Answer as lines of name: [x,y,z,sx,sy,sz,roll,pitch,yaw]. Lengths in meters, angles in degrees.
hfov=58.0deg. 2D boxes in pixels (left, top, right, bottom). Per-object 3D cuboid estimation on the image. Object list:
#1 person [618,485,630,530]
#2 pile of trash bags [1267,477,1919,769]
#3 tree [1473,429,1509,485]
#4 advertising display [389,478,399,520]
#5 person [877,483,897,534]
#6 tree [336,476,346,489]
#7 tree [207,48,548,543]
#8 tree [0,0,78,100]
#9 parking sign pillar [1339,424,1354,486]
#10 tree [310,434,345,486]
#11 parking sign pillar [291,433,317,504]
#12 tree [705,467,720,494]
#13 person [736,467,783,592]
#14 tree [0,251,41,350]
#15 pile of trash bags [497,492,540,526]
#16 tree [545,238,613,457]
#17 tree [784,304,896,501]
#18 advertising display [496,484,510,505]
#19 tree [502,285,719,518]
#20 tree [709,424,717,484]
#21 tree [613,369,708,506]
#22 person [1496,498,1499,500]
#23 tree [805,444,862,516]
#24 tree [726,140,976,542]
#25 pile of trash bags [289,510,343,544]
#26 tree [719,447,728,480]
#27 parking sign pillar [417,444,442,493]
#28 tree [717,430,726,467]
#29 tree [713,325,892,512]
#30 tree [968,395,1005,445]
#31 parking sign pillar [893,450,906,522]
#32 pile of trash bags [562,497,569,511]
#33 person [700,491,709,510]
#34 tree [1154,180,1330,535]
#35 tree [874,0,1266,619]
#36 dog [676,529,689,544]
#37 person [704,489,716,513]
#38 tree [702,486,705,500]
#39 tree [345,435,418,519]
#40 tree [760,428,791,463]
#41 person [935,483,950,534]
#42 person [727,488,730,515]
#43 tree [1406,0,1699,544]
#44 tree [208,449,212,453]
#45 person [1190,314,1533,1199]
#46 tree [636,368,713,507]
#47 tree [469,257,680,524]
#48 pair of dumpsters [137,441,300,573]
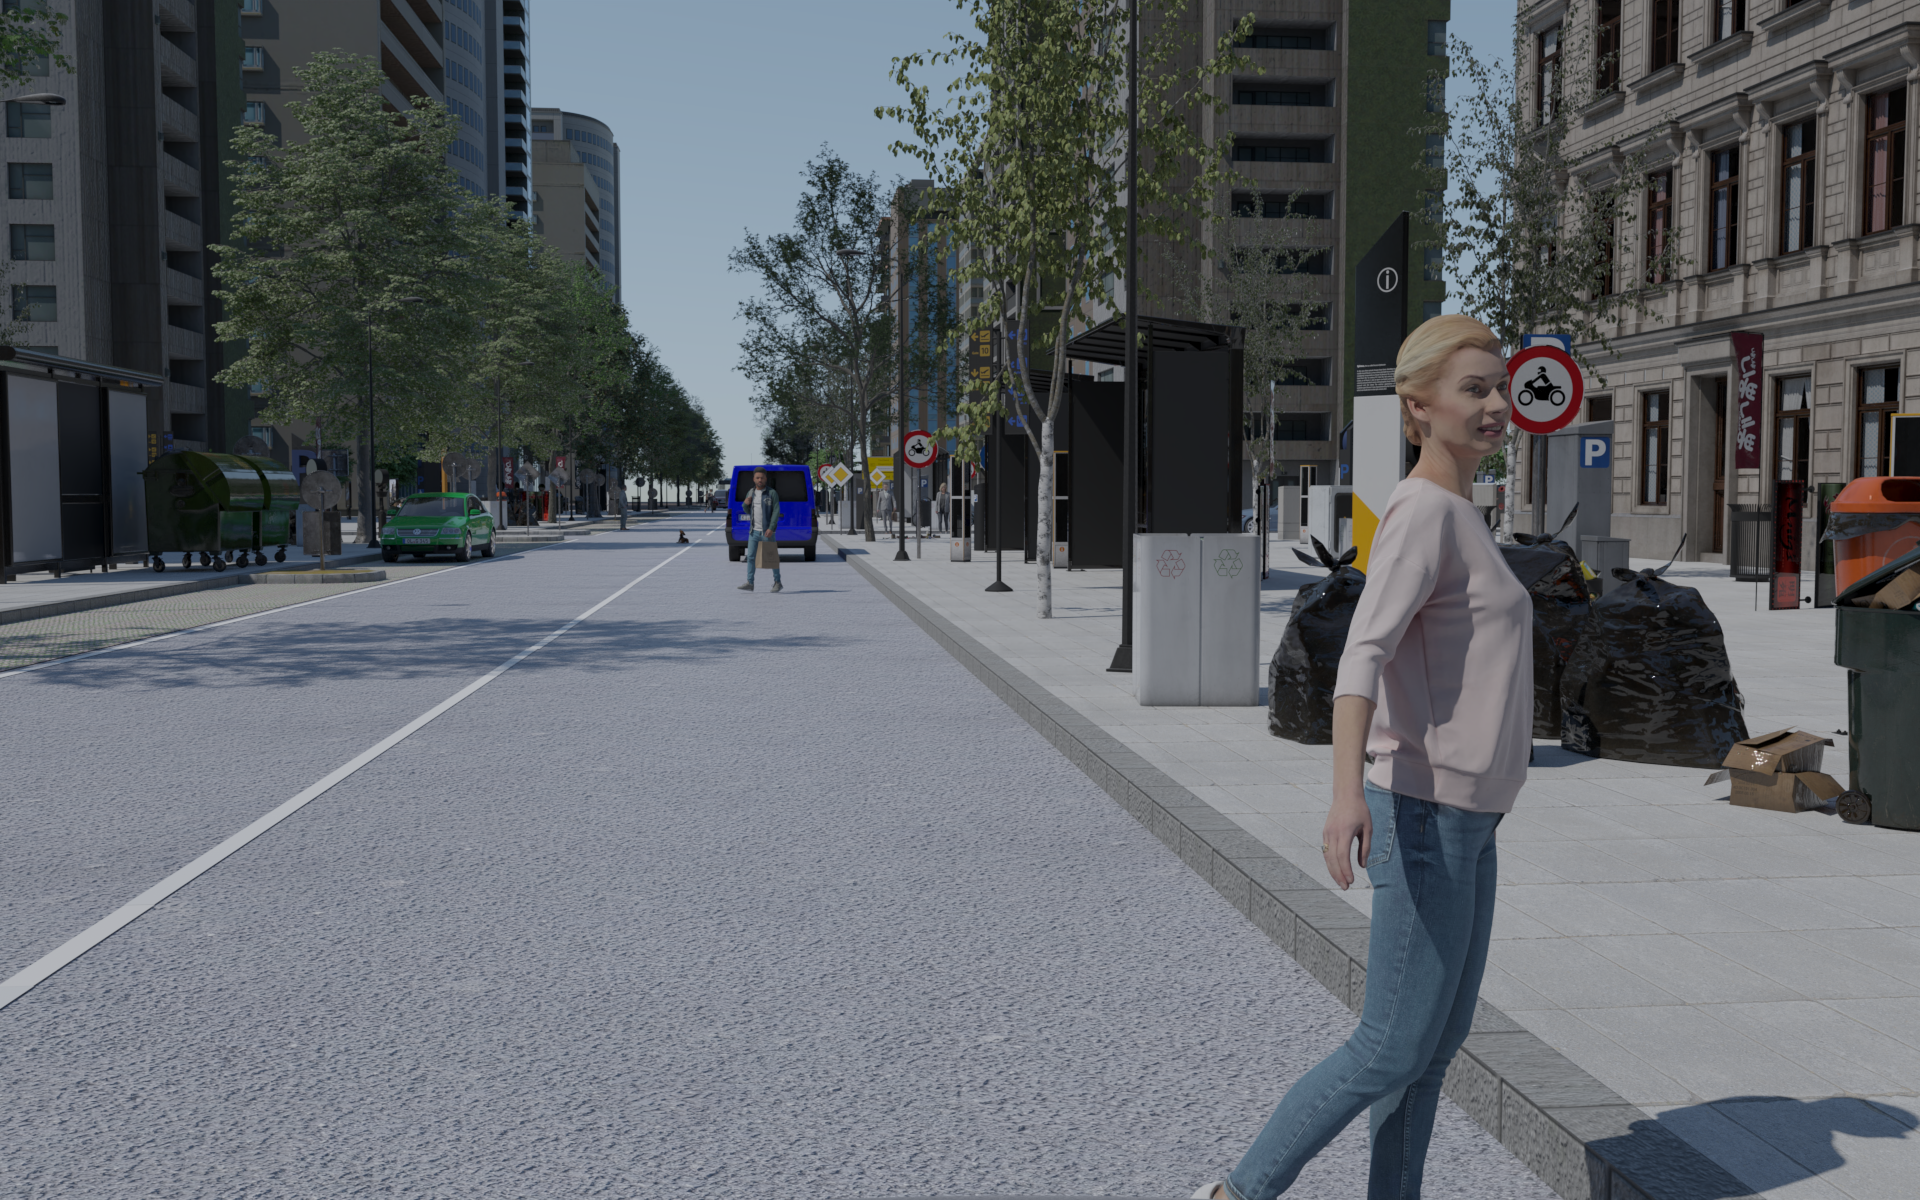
person: [-13.387,-3.688,68.901,0.391,1.810,0.635,-1,4,-19]
pile of trash bags: [3.394,0.053,8.894,3.447,1.369,1.912,0,4,-4]
tree: [22.635,-5.604,75.336,4.285,4.588,4.351,0,3,0]
advertising display: [-23.369,-4.056,71.531,0.123,1.923,0.974,-2,4,-34]
person: [-2.512,-3.124,59.698,0.709,1.813,0.853,0,4,-3]
tree: [-33.223,-5.920,91.390,1.663,3.219,1.824,0,3,0]
tree: [-15.671,-7.777,45.280,7.486,12.596,7.792,0,3,0]
tree: [-11.006,-5.367,13.511,9.928,11.665,9.643,0,3,0]
parking sign pillar: [11.389,-3.710,49.130,1.447,3.967,1.447,-2,4,-31]
tree: [-34.817,-6.835,95.460,4.285,4.588,4.351,0,3,0]
parking sign pillar: [-28.697,-5.363,76.149,1.447,3.967,1.447,0,4,-7]
tree: [-39.536,-19.625,271.227,4.737,8.622,4.395,0,3,0]
person: [-2.831,-1.010,24.994,0.794,1.824,0.713,3,5,44]
tree: [-24.580,-5.580,41.591,4.360,8.622,3.978,0,3,0]
pile of trash bags: [-18.307,-3.696,70.177,1.912,1.369,3.447,-2,4,-27]
tree: [-17.526,-9.053,66.138,7.486,12.596,7.792,0,3,0]
tree: [-4.599,-7.075,66.047,4.360,8.622,3.978,0,3,0]
advertising display: [-28.741,-6.335,108.792,0.974,1.923,0.123,0,4,4]
tree: [-20.045,-10.823,93.959,9.611,12.733,9.660,0,3,0]
tree: [-31.865,-16.824,193.192,7.486,12.596,7.792,0,3,0]
tree: [-26.155,-14.120,148.987,7.486,12.596,7.792,0,3,0]
person: [19.037,-3.277,62.248,0.590,1.801,0.661,1,4,15]
tree: [-7.596,-7.353,103.938,4.285,4.588,4.351,0,3,0]
tree: [-2.751,-6.846,46.337,7.601,10.594,8.767,0,4,3]
pile of trash bags: [-17.806,-2.164,45.129,3.447,1.369,1.912,0,4,-3]
tree: [-33.090,-18.011,211.490,9.611,12.733,9.660,0,3,0]
parking sign pillar: [-29.237,-6.591,96.242,1.447,3.967,1.447,1,4,10]
tree: [-37.420,-20.327,250.467,7.486,12.596,7.792,0,3,0]
tree: [-9.616,-13.004,122.978,12.009,13.543,11.850,0,3,0]
tree: [2.601,-9.855,111.485,4.360,8.622,3.978,0,3,0]
parking sign pillar: [-2.358,-5.521,78.745,1.447,3.967,1.447,1,4,20]
pile of trash bags: [-30.321,-7.352,129.951,1.912,1.369,3.447,-1,4,-11]
person: [-22.959,-9.053,157.227,1.217,1.735,0.721,0,4,6]
tree: [6.642,-5.469,39.776,4.360,8.622,3.978,0,3,0]
tree: [0.971,-4.127,17.840,4.737,8.622,4.395,0,3,0]
dog: [-8.121,-1.845,50.366,0.550,0.427,0.748,1,4,13]
person: [-19.141,-7.595,132.643,0.822,1.834,0.622,1,4,12]
tree: [-38.138,-18.827,258.188,4.360,8.622,3.978,0,3,0]
tree: [-29.292,-6.476,89.598,4.285,4.588,4.351,0,3,0]
tree: [-23.506,-19.141,238.702,9.928,11.665,9.643,0,3,0]
person: [-0.464,-2.975,57.324,0.709,1.800,0.728,1,4,9]
person: [-15.201,-6.486,114.739,0.583,1.804,0.606,-2,4,-35]
tree: [8.508,-4.626,25.996,4.360,8.622,3.978,0,3,0]
tree: [-31.650,-4.819,73.391,1.663,3.219,1.824,0,3,0]
person: [0.682,0.378,2.985,0.598,1.740,0.731,1,4,13]
tree: [-29.228,-15.799,168.685,12.009,13.543,11.850,0,3,0]
tree: [-17.707,-9.154,75.419,9.928,11.665,9.643,0,3,0]
pair of dumpsters: [-12.898,-1.699,30.274,1.574,2.255,4.437,0,4,-6]
